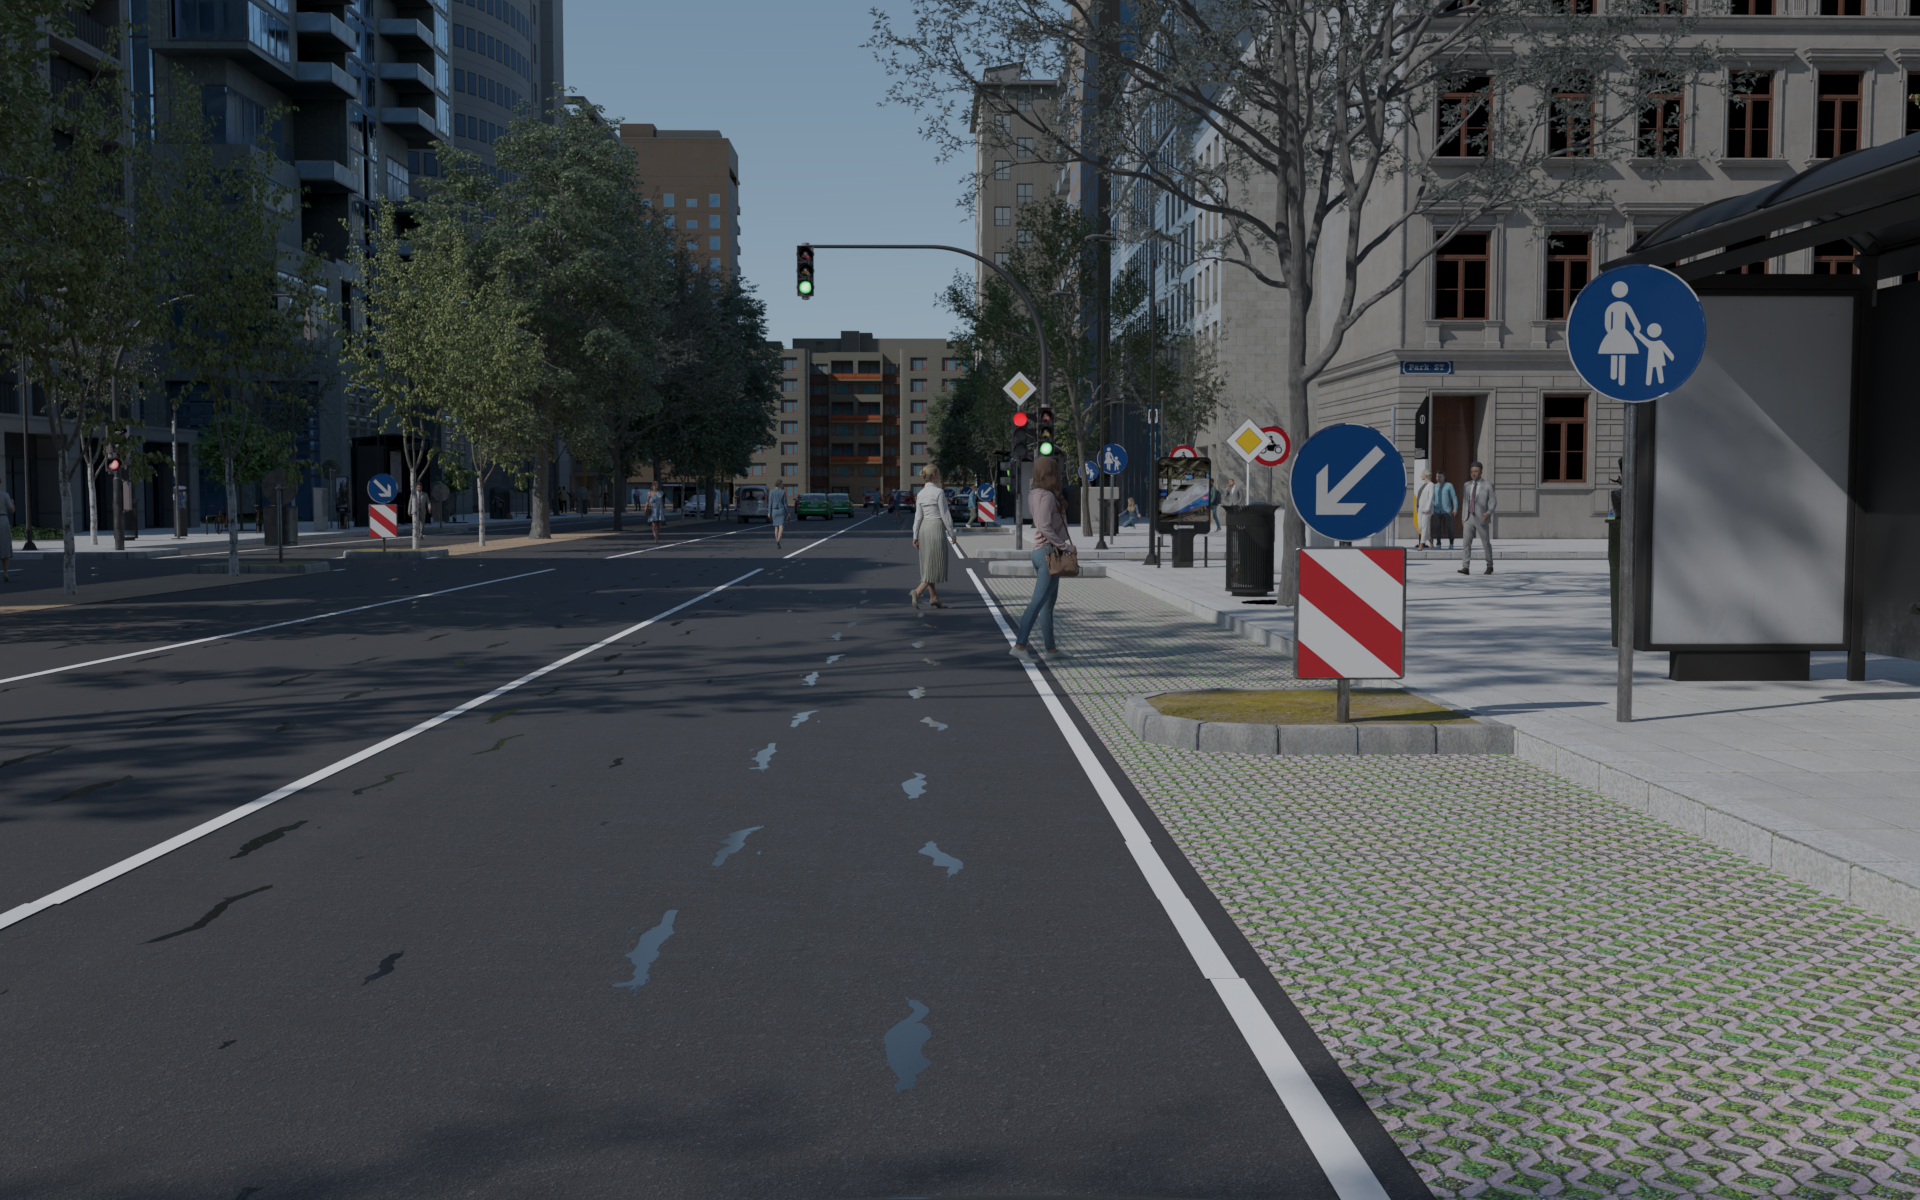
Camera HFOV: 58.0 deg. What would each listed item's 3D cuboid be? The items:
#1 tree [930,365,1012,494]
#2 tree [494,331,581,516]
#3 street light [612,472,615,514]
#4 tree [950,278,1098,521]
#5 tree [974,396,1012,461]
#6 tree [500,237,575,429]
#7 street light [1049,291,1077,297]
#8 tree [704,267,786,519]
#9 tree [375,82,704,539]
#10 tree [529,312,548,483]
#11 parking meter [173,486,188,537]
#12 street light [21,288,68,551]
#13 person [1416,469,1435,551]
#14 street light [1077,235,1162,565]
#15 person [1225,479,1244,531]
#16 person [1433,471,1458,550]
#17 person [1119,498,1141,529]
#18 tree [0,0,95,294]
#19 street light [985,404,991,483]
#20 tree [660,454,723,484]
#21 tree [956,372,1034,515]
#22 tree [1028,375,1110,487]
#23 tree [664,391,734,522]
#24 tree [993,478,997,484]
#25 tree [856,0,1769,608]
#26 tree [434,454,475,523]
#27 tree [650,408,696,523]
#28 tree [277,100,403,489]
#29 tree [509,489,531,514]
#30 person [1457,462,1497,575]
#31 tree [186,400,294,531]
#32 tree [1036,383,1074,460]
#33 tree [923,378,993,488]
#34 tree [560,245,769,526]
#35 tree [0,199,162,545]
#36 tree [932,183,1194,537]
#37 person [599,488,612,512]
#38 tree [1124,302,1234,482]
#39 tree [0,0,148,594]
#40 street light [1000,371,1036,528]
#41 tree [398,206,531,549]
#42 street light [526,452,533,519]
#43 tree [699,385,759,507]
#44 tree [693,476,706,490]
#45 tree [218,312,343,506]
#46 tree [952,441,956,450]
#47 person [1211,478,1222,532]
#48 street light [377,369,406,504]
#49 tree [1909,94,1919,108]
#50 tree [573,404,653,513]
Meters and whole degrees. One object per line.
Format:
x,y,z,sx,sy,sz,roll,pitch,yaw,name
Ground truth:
1.758,-14.512,154.272,9.611,12.733,9.660,0,3,0,tree
-23.926,-10.760,101.684,9.928,11.665,9.643,0,3,0,tree
-22.162,-8.647,113.921,1.470,5.913,1.316,0,4,-1,street light
3.080,-9.626,83.148,9.928,11.665,9.643,0,3,0,tree
2.983,-10.266,118.218,4.737,8.622,4.395,0,3,0,tree
-13.059,-9.352,65.732,12.009,13.543,11.850,0,3,0,tree
2.734,-4.119,39.885,1.470,5.913,1.316,0,4,-1,street light
-14.119,-11.498,97.102,9.857,13.997,8.962,0,3,0,tree
-13.348,-8.904,54.697,9.857,13.997,8.962,0,3,0,tree
-13.059,-5.762,47.022,4.737,8.622,4.395,0,3,0,tree
-23.469,-2.674,52.137,0.372,1.533,0.369,0,3,0,parking meter
-20.586,-4.075,39.168,1.470,5.913,1.316,0,4,-1,street light
10.577,-2.036,39.216,0.818,1.842,0.514,-3,5,-40,person
2.935,-3.587,31.181,1.470,5.913,1.316,0,4,-1,street light
9.406,-3.256,59.458,0.473,1.802,0.592,-2,4,-30,person
11.245,-2.087,40.178,0.660,1.820,0.620,2,4,31,person
6.279,-3.158,63.173,0.738,1.151,1.012,-3,5,-42,person
-12.767,-5.935,17.625,7.486,12.596,7.792,0,3,0,tree
1.699,-7.150,89.442,1.470,5.913,1.316,0,4,-1,street light
-23.996,-13.420,153.830,7.601,10.594,8.767,-1,4,-9,tree
2.125,-9.430,104.538,4.360,8.622,3.978,0,3,0,tree
6.932,-9.476,105.288,4.737,8.622,4.395,0,3,0,tree
-13.530,-8.353,89.388,4.737,8.622,4.395,0,3,0,tree
2.824,-6.992,108.913,1.663,3.219,1.824,0,3,0,tree
4.000,-6.681,19.597,12.009,13.543,11.850,0,3,0,tree
-22.292,-4.985,76.101,1.663,3.219,1.824,0,3,0,tree
-13.592,-8.069,84.746,4.360,8.622,3.978,0,3,0,tree
-12.485,-4.684,29.403,4.737,8.622,4.395,0,3,0,tree
-28.300,-7.178,111.957,1.663,3.219,1.824,0,3,0,tree
8.204,-1.291,27.419,0.678,1.792,0.850,3,5,44,person
-25.270,-4.703,60.606,4.285,4.588,4.351,0,3,0,tree
5.829,-9.940,112.879,4.360,8.622,3.978,0,3,0,tree
0.676,-17.365,190.571,9.857,13.997,8.962,0,3,0,tree
-13.573,-9.664,77.463,9.611,12.733,9.660,0,3,0,tree
-21.817,-5.683,43.284,4.360,8.622,3.978,0,3,0,tree
3.611,-7.195,52.054,7.601,10.594,8.767,3,5,41,tree
-25.728,-7.285,125.667,0.721,1.766,1.217,2,4,35,person
8.639,-7.095,66.370,4.360,8.622,3.978,0,3,0,tree
-12.609,-4.362,24.135,4.737,8.622,4.395,0,3,0,tree
2.254,-5.634,64.664,1.470,5.913,1.316,0,4,-1,street light
-13.193,-5.434,41.665,4.737,8.622,4.395,0,3,0,tree
-21.690,-7.132,89.142,1.470,5.913,1.316,0,4,-1,street light
-23.787,-15.755,175.714,7.486,12.596,7.792,0,3,0,tree
-24.684,-10.449,165.443,1.663,3.219,1.824,0,3,0,tree
-26.614,-7.213,68.299,4.360,8.622,3.978,0,3,0,tree
1.740,-10.811,127.118,4.360,8.622,3.978,0,3,0,tree
8.460,-3.192,58.220,0.713,1.824,0.794,1,4,14,person
-21.061,-5.616,64.366,1.470,5.913,1.316,0,4,-1,street light
17.897,-4.823,29.211,4.737,8.622,4.395,0,3,0,tree
-23.419,-12.334,119.784,7.486,12.596,7.792,0,3,0,tree
